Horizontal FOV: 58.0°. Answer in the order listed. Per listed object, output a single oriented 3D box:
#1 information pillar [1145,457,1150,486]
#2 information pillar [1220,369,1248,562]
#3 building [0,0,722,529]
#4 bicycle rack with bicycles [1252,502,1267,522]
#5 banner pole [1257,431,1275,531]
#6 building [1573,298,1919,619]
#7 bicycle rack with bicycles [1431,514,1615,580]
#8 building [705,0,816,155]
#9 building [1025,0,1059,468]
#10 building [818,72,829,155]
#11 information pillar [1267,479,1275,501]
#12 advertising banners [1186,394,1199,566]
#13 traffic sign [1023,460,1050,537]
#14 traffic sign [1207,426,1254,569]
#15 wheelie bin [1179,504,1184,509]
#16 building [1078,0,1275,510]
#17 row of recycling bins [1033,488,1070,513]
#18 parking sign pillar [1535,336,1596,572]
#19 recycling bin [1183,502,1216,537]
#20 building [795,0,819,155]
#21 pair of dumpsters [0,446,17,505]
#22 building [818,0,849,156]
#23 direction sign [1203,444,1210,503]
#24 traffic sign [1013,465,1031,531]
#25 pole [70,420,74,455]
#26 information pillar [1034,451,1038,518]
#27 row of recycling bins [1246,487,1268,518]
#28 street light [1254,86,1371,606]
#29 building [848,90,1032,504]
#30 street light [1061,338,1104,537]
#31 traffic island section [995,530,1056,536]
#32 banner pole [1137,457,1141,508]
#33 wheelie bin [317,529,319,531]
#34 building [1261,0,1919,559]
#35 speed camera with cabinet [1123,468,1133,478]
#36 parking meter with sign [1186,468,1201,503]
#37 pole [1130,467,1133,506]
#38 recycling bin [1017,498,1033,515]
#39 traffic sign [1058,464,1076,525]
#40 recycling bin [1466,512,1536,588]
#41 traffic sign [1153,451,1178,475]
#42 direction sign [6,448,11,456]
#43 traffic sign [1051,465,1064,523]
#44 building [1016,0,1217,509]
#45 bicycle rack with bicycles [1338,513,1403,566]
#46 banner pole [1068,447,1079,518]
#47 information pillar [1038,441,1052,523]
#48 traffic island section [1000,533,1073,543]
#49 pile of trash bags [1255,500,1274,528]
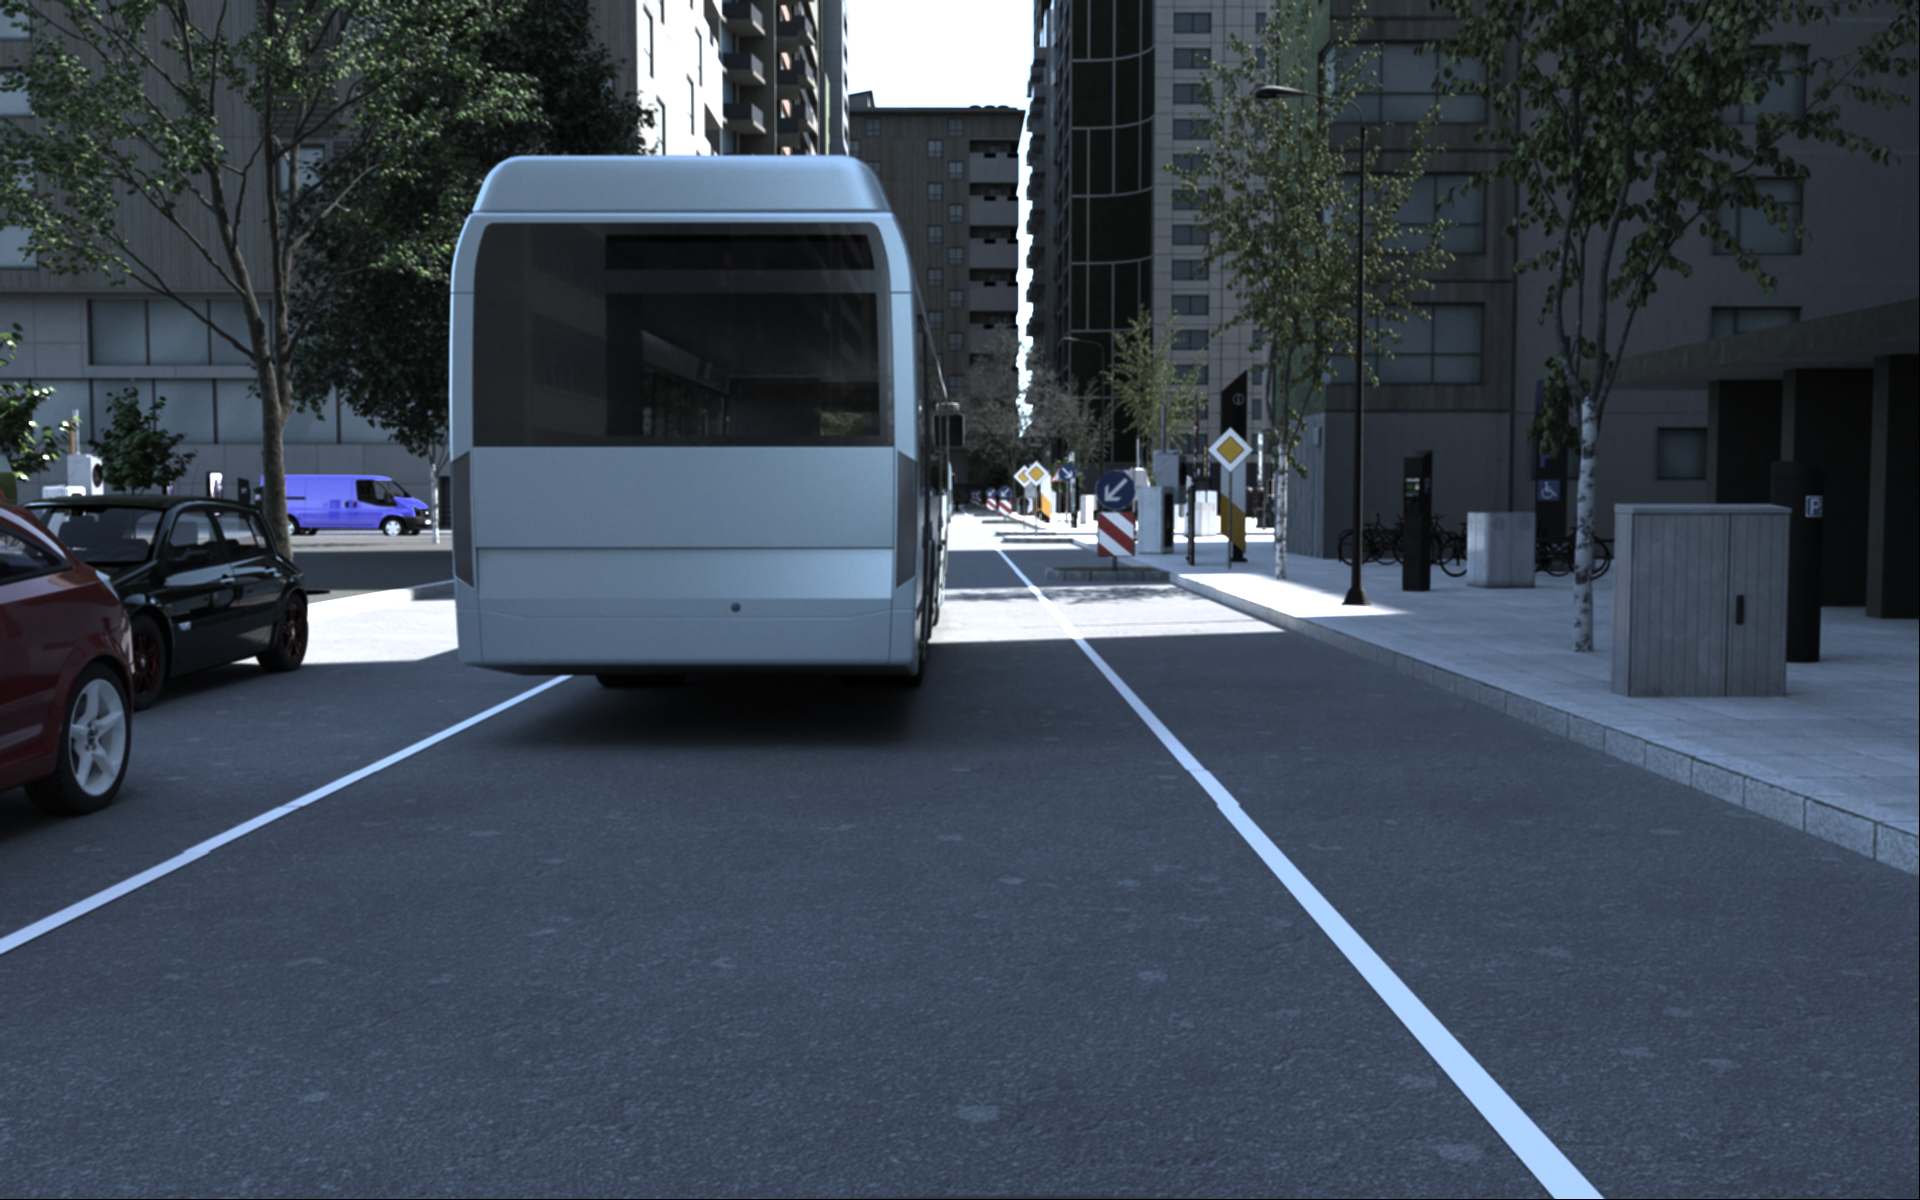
[{"bbox_3d":[11.975,-7.297,110.661,0.183,3.616,0.504,2,4,33],"label":"information pillar"},{"bbox_3d":[5.185,-2.531,32.729,0.504,3.616,0.183,1,4,18],"label":"information pillar"},{"bbox_3d":[-25.062,-29.671,74.358,28.713,52.752,27.495,0,4,0],"label":"building"},{"bbox_3d":[13.560,-4.153,81.289,2.852,0.926,2.925,2,4,28],"label":"bicycle rack with bicycles"},{"bbox_3d":[10.595,-4.328,60.776,0.401,3.779,0.863,2,4,33],"label":"banner pole"},{"bbox_3d":[19.152,-21.625,8.193,22.147,44.769,28.867,0,4,0],"label":"building"},{"bbox_3d":[8.842,-0.808,26.592,2.925,0.926,2.852,0,4,2],"label":"bicycle rack with bicycles"},{"bbox_3d":[-21.190,-28.149,114.863,22.147,44.769,28.867,0,4,0],"label":"building"},{"bbox_3d":[17.908,-33.719,170.915,23.786,49.044,30.456,0,4,0],"label":"building"},{"bbox_3d":[-19.692,-29.312,162.852,14.154,41.232,14.086,0,4,0],"label":"building"},{"bbox_3d":[15.493,-4.994,86.145,0.304,2.012,0.304,3,5,41],"label":"information pillar"},{"bbox_3d":[4.192,-2.144,31.240,0.090,3.025,2.074,0,4,4],"label":"advertising banners"},{"bbox_3d":[2.275,-2.938,51.678,0.795,2.450,0.064,0,4,0],"label":"traffic sign"},{"bbox_3d":[4.625,-1.743,29.684,0.795,2.450,0.064,1,4,8],"label":"traffic sign"},{"bbox_3d":[13.906,-6.219,109.593,0.693,1.594,0.980,2,4,28],"label":"wheelie bin"},{"bbox_3d":[16.818,-43.185,144.321,20.563,71.187,20.611,0,4,0],"label":"building"},{"bbox_3d":[6.352,-6.669,116.145,3.534,1.692,1.069,2,4,35],"label":"row of recycling bins"},{"bbox_3d":[9.953,-2.485,29.099,1.447,3.967,1.447,1,4,23],"label":"parking sign pillar"},{"bbox_3d":[7.166,-2.396,51.734,0.722,1.027,0.722,-3,4,-38],"label":"recycling bin"},{"bbox_3d":[-23.201,-31.871,144.795,21.300,48.544,21.600,0,4,0],"label":"building"},{"bbox_3d":[-8.400,-0.577,11.921,1.574,2.255,4.437,0,4,0],"label":"pair of dumpsters"},{"bbox_3d":[-26.895,-40.055,196.904,28.212,58.520,21.231,0,4,0],"label":"building"},{"bbox_3d":[11.271,-5.334,79.209,0.379,3.537,0.876,2,4,27],"label":"direction sign"},{"bbox_3d":[2.220,-3.426,59.663,0.795,2.450,0.064,0,4,0],"label":"traffic sign"},{"bbox_3d":[-24.403,-3.298,47.772,0.158,3.312,0.155,0,3,0],"label":"pole"},{"bbox_3d":[4.290,-6.309,94.503,0.504,3.616,0.183,2,4,34],"label":"information pillar"},{"bbox_3d":[16.714,-5.337,94.370,1.069,1.692,3.534,-3,5,-41],"label":"row of recycling bins"},{"bbox_3d":[4.055,-2.897,19.915,1.470,5.913,1.316,0,4,0],"label":"street light"},{"bbox_3d":[-3.265,-39.475,234.657,27.495,52.752,28.713,0,4,0],"label":"building"},{"bbox_3d":[3.700,-4.838,51.638,1.470,5.913,1.316,0,4,0],"label":"street light"},{"bbox_3d":[2.243,-2.291,59.741,2.009,0.180,2.903,0,4,0],"label":"traffic island section"},{"bbox_3d":[10.684,-6.948,103.624,0.401,3.779,0.863,-1,4,-11],"label":"banner pole"},{"bbox_3d":[-22.697,-3.204,60.300,0.980,1.594,0.693,-1,4,-8],"label":"wheelie bin"},{"bbox_3d":[14.123,-21.783,39.754,14.154,41.232,14.086,0,4,0],"label":"building"},{"bbox_3d":[6.903,-4.168,62.484,2.038,3.252,0.660,-2,4,-25],"label":"speed camera with cabinet"},{"bbox_3d":[15.311,-7.359,116.572,1.738,3.016,0.543,-1,4,-11],"label":"parking meter with sign"},{"bbox_3d":[12.907,-8.360,130.529,0.158,3.312,0.155,0,3,0],"label":"pole"},{"bbox_3d":[4.003,-5.735,106.319,0.722,1.027,0.722,-3,5,-44],"label":"recycling bin"},{"bbox_3d":[4.505,-4.449,72.851,0.768,2.556,0.104,0,4,1],"label":"traffic sign"},{"bbox_3d":[7.466,-0.694,23.906,0.722,1.027,0.722,0,4,-5],"label":"recycling bin"},{"bbox_3d":[4.785,-2.337,40.334,0.606,2.300,0.079,0,4,2],"label":"traffic sign"},{"bbox_3d":[-32.731,-4.089,58.855,0.876,3.537,0.379,-2,4,-33],"label":"direction sign"},{"bbox_3d":[4.437,-4.729,77.316,0.884,2.594,0.081,0,4,5],"label":"traffic sign"},{"bbox_3d":[16.702,-46.328,195.717,20.563,71.187,20.611,0,4,0],"label":"building"},{"bbox_3d":[8.204,-1.121,31.706,2.925,0.926,2.852,0,4,2],"label":"bicycle rack with bicycles"},{"bbox_3d":[6.041,-6.226,91.806,0.863,3.779,0.401,-2,4,-34],"label":"banner pole"},{"bbox_3d":[3.779,-5.173,75.927,0.504,3.616,0.183,-2,4,-31],"label":"information pillar"},{"bbox_3d":[2.298,-1.803,51.756,2.009,0.180,2.903,0,4,0],"label":"traffic island section"},{"bbox_3d":[12.689,-3.457,66.280,1.912,1.369,3.447,2,4,32],"label":"pile of trash bags"}]
